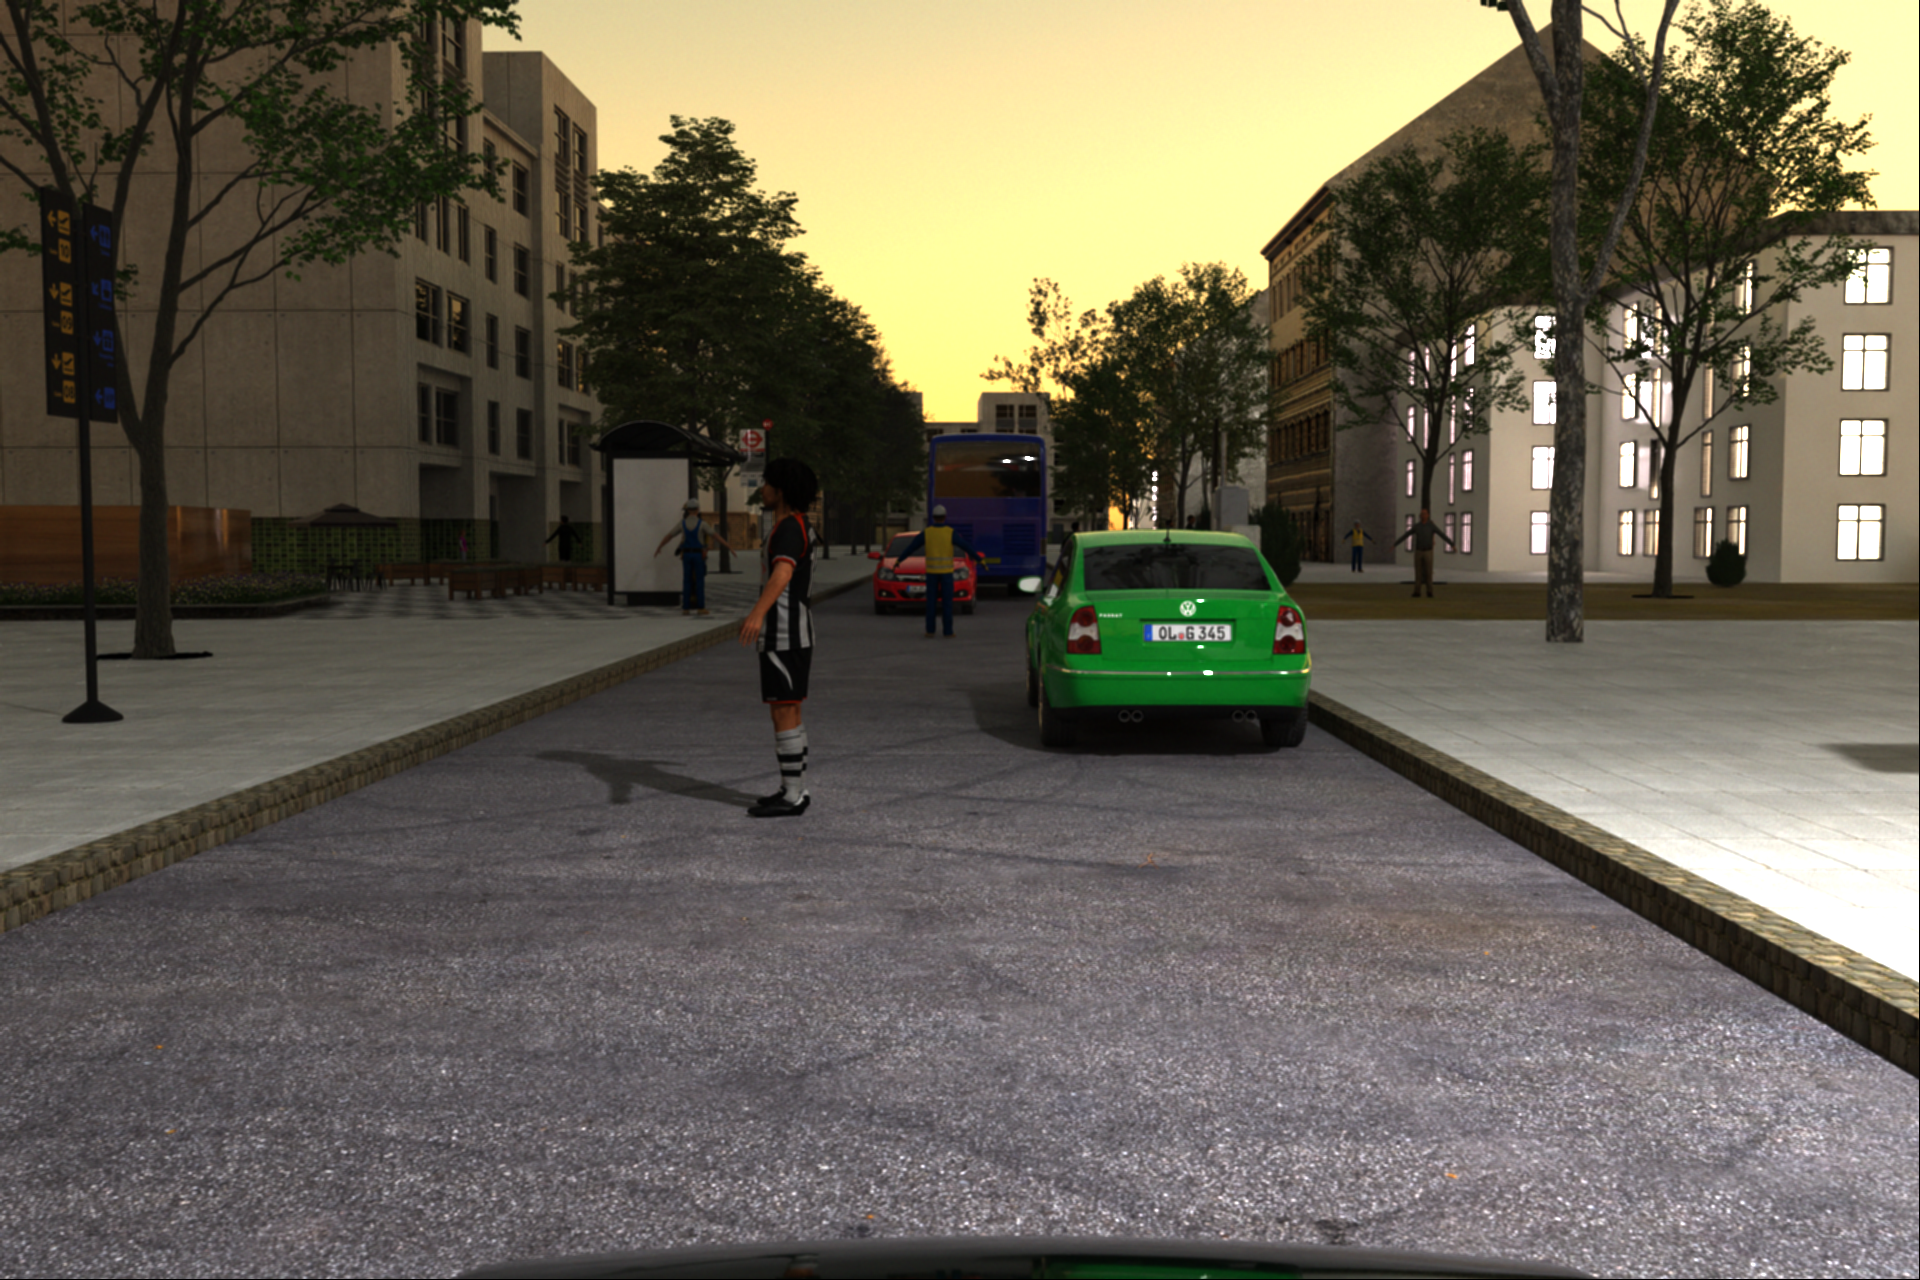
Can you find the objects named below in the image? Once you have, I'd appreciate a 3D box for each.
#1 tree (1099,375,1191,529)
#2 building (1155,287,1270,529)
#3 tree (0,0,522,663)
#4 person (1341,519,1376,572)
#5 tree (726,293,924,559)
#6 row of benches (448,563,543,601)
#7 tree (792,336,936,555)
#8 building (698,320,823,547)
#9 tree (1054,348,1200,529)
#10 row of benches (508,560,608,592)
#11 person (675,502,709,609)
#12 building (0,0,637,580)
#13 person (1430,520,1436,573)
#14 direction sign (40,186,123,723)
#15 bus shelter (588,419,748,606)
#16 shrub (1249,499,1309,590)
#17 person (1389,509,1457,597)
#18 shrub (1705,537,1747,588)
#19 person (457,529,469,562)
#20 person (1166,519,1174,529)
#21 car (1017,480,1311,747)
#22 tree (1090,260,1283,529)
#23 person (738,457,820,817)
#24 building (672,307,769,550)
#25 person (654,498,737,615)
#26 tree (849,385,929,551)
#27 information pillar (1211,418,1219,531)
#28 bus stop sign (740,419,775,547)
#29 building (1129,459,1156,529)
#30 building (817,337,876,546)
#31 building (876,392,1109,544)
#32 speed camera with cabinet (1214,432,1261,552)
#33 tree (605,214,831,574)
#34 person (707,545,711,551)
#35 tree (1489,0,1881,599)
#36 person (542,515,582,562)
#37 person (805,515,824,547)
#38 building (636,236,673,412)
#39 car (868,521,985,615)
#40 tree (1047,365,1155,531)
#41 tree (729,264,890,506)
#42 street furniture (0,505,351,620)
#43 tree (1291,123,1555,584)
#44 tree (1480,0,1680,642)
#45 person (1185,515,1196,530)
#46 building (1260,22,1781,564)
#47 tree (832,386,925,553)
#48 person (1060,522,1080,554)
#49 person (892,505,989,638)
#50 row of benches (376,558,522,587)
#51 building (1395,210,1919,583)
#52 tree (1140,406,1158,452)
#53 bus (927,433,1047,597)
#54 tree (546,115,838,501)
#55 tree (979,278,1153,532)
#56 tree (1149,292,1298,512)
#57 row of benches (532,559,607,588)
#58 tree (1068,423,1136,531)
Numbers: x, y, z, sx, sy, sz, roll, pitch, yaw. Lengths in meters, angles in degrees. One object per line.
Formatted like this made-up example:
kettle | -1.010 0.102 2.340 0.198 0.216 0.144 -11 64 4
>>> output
tree | 8.324 -7.952 80.373 4.737 8.622 4.395 0 3 0
building | 27.813 -19.885 156.051 19.493 23.208 18.063 0 4 1
tree | -8.345 -5.604 17.385 9.928 11.665 9.643 0 3 0
person | 13.366 -3.160 58.133 1.216 1.772 0.721 -1 4 -11
tree | -6.666 -10.842 87.639 12.009 13.543 11.850 0 3 0
row of benches | -9.442 -1.213 35.298 1.422 0.672 4.104 0 4 4
tree | -6.358 -11.896 104.874 12.009 13.543 11.850 0 3 0
building | -23.787 -20.785 170.763 19.493 23.208 18.063 0 4 2
tree | 9.168 -10.290 93.994 9.928 11.665 9.643 0 3 0
row of benches | -9.035 -1.473 39.539 4.104 0.672 1.422 3 5 45
person | -4.587 -1.457 29.586 0.705 1.858 1.354 -2 4 -24
building | -23.646 -12.086 64.070 16.747 18.905 31.486 0 4 2
person | 15.479 -3.052 56.696 0.721 1.733 1.217 1 4 14
direction sign | -5.965 -1.212 11.809 0.379 3.537 0.876 0 4 1
bus shelter | -5.480 -2.411 33.340 2.014 3.302 5.546 0 4 1
shrub | 6.951 -2.133 38.918 1.661 2.075 1.752 0 3 0
person | 9.445 -1.774 35.278 1.348 1.796 0.705 2 4 25
shrub | 18.413 -1.865 41.614 1.383 1.207 1.383 0 3 0
person | -14.622 -2.564 51.184 0.599 1.433 0.991 0 4 -8
person | 6.629 -2.893 54.023 0.721 1.740 1.216 1 4 16
car | 1.427 -0.259 13.034 1.959 1.807 4.718 0 4 0
tree | 8.503 -8.557 65.663 9.928 11.665 9.643 0 3 0
person | -0.919 -0.018 8.894 0.704 1.843 1.345 0 4 2
building | -22.245 -17.519 142.849 16.016 20.090 11.380 0 4 0
person | -4.237 -1.330 27.601 1.347 1.847 0.705 0 4 7
tree | -5.294 -12.884 128.774 7.486 12.596 7.792 0 3 0
information pillar | 5.181 -2.686 35.278 0.183 3.616 0.504 0 4 1
bus stop sign | -4.676 -3.152 40.234 0.855 3.939 0.416 0 4 1
building | 24.420 -15.332 192.822 9.099 9.664 28.070 0 4 1
building | -24.359 -21.559 196.463 27.936 21.610 32.646 0 4 0
building | 2.508 -21.607 222.190 31.486 18.905 16.747 0 4 -1
speed camera with cabinet | 5.280 -2.359 32.904 0.660 3.252 2.038 0 4 1
tree | -7.819 -7.981 56.243 9.928 11.665 9.643 0 3 0
person | -6.208 -2.053 39.753 1.347 1.806 0.705 3 5 44
tree | 14.239 -6.644 34.392 9.928 11.665 9.643 0 3 0
person | -11.173 -2.610 48.863 0.705 1.806 1.347 3 5 40
person | -4.302 -2.568 47.923 1.347 1.837 0.705 -2 4 -34
building | -25.896 -15.821 89.594 19.493 23.208 18.063 0 4 2
car | -0.605 -1.414 32.165 2.155 1.783 4.494 0 4 1
tree | 9.359 -12.111 116.134 7.486 12.596 7.792 0 3 0
tree | -6.432 -9.499 73.435 7.486 12.596 7.792 0 3 0
street furniture | -13.673 -1.283 27.838 11.010 1.723 9.812 -1 4 -10
tree | 12.106 -7.251 44.312 9.928 11.665 9.643 0 3 0
tree | 6.076 -9.987 19.179 12.611 20.169 13.585 0 3 0
person | 6.361 -2.528 47.554 0.704 1.802 1.346 0 4 7
building | 25.592 -15.453 83.579 19.493 23.208 18.063 0 4 1
tree | -6.141 -11.750 117.870 9.928 11.665 9.643 0 3 0
person | 3.013 -2.143 44.213 1.216 1.740 0.721 3 5 44
person | -0.281 -0.952 23.998 1.349 1.833 0.705 0 4 5
row of benches | -12.874 -1.749 44.062 1.422 0.672 4.104 3 4 38
building | 22.558 -7.156 59.144 9.099 9.664 28.070 0 4 1
tree | 27.370 -22.526 224.184 12.611 20.169 13.585 0 3 0
bus | 0.551 -3.118 42.528 2.896 3.916 12.251 0 4 0
tree | -7.220 -7.891 47.150 7.486 12.596 7.792 0 3 0
tree | 8.097 -16.715 129.172 12.611 20.169 13.585 0 3 0
tree | 7.796 -6.271 52.900 4.737 8.622 4.395 0 3 0
row of benches | -8.347 -1.630 42.108 4.104 0.672 1.422 -1 4 -12
tree | 8.327 -9.668 108.440 4.360 8.622 3.978 0 3 0
